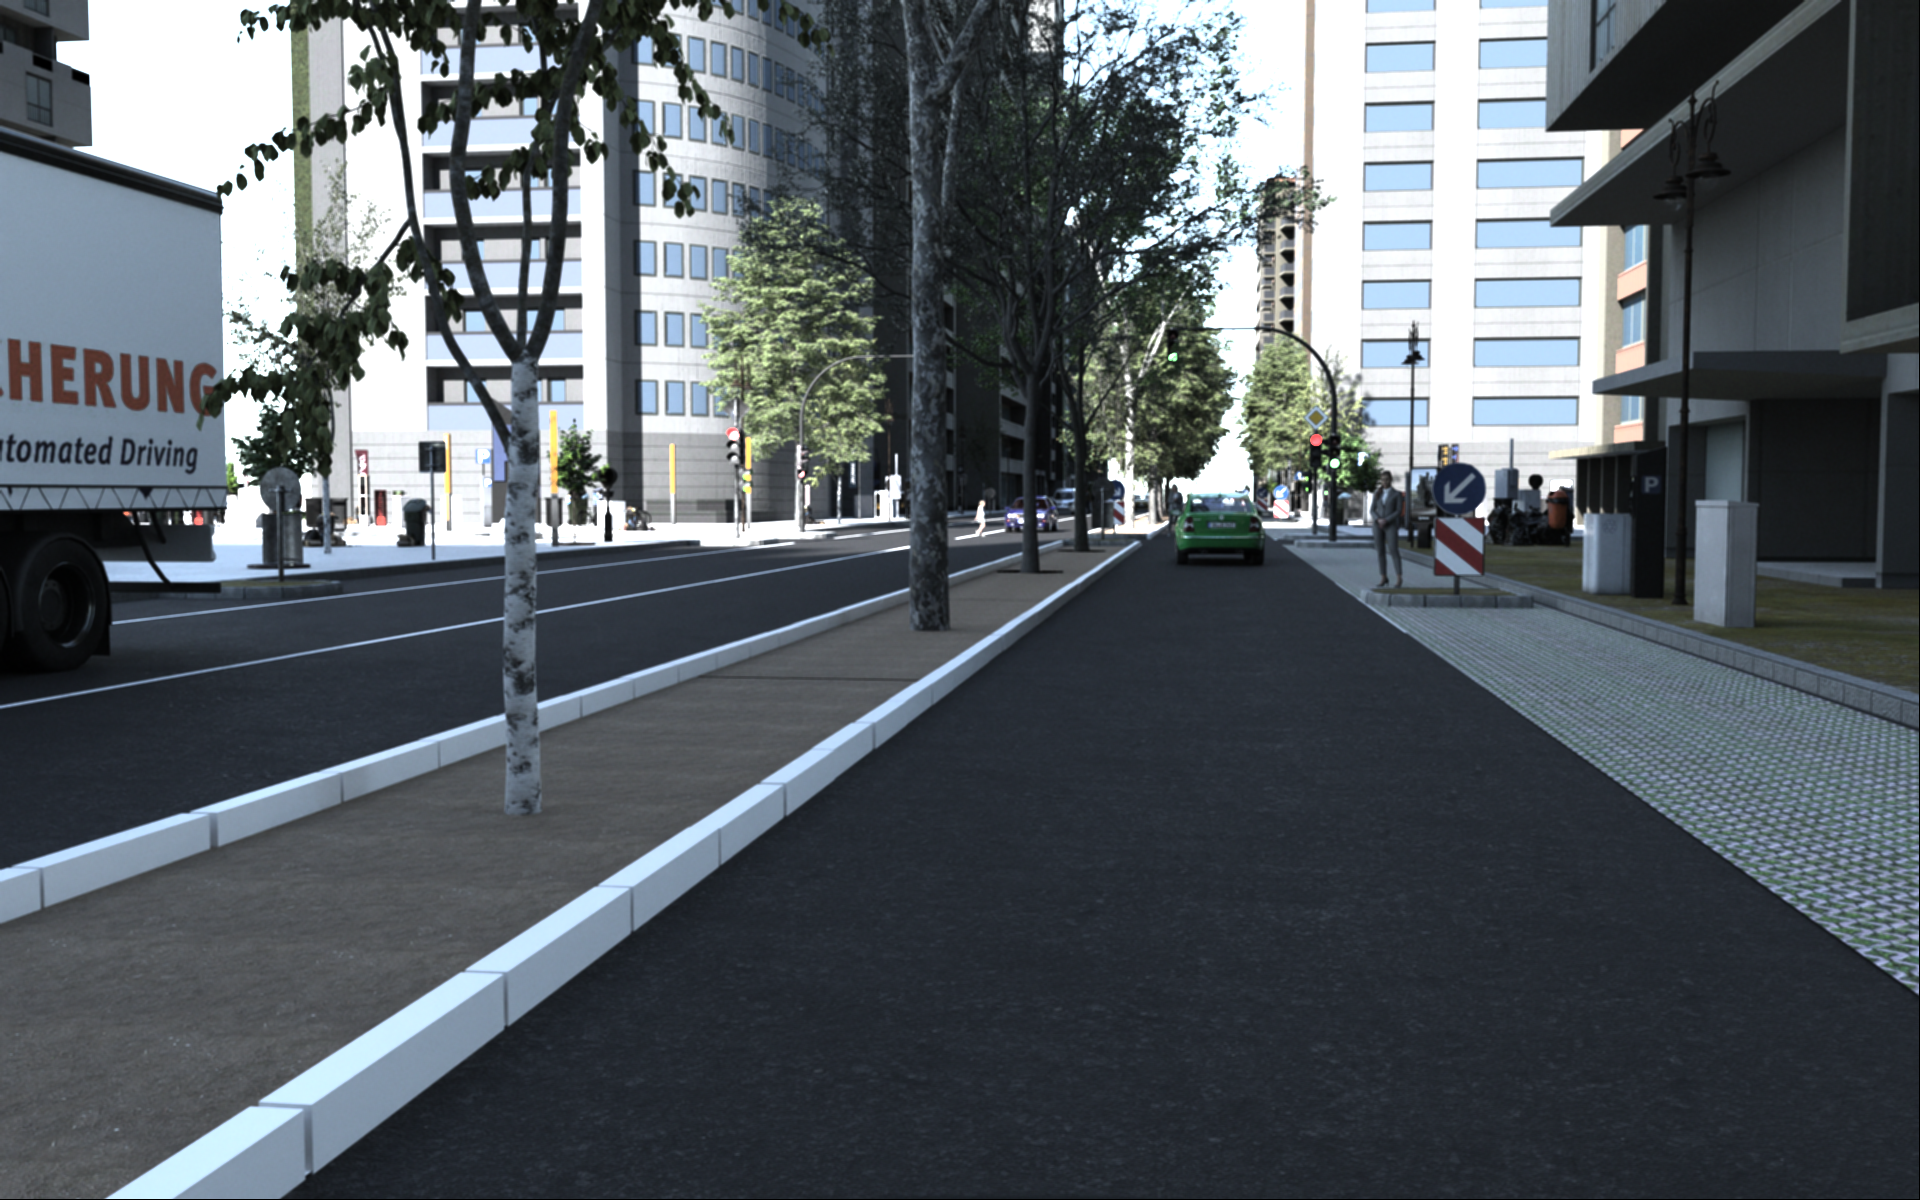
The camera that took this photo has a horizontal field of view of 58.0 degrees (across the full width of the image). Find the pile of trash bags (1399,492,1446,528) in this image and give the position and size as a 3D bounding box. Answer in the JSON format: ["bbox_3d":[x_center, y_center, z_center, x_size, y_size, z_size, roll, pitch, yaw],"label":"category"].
[{"bbox_3d":[17.133,-3.356,64.626,1.912,1.369,3.447,3,4,36],"label":"pile of trash bags"}]

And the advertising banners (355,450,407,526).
[{"bbox_3d":[-23.091,-4.458,69.072,2.074,3.025,0.090,-3,5,-41],"label":"advertising banners"}]

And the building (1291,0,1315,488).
[{"bbox_3d":[34.993,-30.145,142.975,14.600,45.320,14.200,1,4,8],"label":"building"}]

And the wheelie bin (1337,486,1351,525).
[{"bbox_3d":[15.611,-3.871,71.203,0.980,1.594,0.693,3,4,36],"label":"wheelie bin"}]

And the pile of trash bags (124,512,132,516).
[{"bbox_3d":[-53.017,-6.246,111.871,3.447,1.369,1.912,-1,4,-21],"label":"pile of trash bags"}]

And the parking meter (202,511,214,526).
[{"bbox_3d":[-27.623,-3.375,63.589,0.372,1.533,0.369,0,3,0],"label":"parking meter"}]

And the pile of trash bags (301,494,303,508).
[{"bbox_3d":[-38.352,-5.768,104.054,3.447,1.369,1.912,-3,5,-42],"label":"pile of trash bags"}]

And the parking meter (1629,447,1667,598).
[{"bbox_3d":[8.488,-0.960,21.399,0.399,1.863,0.255,1,4,10],"label":"parking meter"}]

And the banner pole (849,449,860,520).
[{"bbox_3d":[-5.086,-5.769,84.348,0.863,3.779,0.401,-3,5,-40],"label":"banner pole"}]

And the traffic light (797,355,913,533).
[{"bbox_3d":[-3.124,-5.032,56.935,4.771,5.953,1.251,1,4,8],"label":"traffic light"}]

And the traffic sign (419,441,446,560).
[{"bbox_3d":[-10.271,-1.933,33.730,0.606,2.300,0.079,1,4,18],"label":"traffic sign"}]

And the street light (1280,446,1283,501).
[{"bbox_3d":[23.964,-9.529,128.592,0.468,5.910,1.993,1,4,8],"label":"street light"}]

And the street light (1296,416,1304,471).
[{"bbox_3d":[20.207,-7.963,102.980,0.468,5.910,1.993,1,4,8],"label":"street light"}]

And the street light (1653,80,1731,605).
[{"bbox_3d":[8.360,-2.884,19.937,0.468,5.910,1.993,1,4,8],"label":"street light"}]

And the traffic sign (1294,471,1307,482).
[{"bbox_3d":[18.956,-5.888,96.369,0.768,2.556,0.104,1,4,12],"label":"traffic sign"}]

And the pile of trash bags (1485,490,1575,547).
[{"bbox_3d":[14.398,-2.047,43.225,1.912,1.369,3.447,0,4,-2],"label":"pile of trash bags"}]

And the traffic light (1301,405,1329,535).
[{"bbox_3d":[11.238,-4.033,54.853,0.839,4.253,0.868,1,4,8],"label":"traffic light"}]

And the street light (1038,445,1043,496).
[{"bbox_3d":[7.349,-11.373,158.730,0.468,5.910,1.993,1,4,8],"label":"street light"}]

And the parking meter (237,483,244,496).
[{"bbox_3d":[-37.671,-5.199,90.713,0.255,1.863,0.399,0,4,0],"label":"parking meter"}]

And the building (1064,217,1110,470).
[{"bbox_3d":[16.906,-38.617,281.504,14.600,45.320,14.200,1,4,8],"label":"building"}]

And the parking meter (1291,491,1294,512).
[{"bbox_3d":[23.929,-7.084,124.239,0.372,1.533,0.369,0,3,0],"label":"parking meter"}]

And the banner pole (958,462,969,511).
[{"bbox_3d":[0.247,-8.700,132.268,0.863,3.779,0.401,1,4,17],"label":"banner pole"}]

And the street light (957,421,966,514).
[{"bbox_3d":[0.165,-8.333,109.025,0.468,5.910,1.993,1,4,8],"label":"street light"}]

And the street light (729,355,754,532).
[{"bbox_3d":[-7.239,-5.196,57.737,0.468,5.910,1.993,1,4,8],"label":"street light"}]

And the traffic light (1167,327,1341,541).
[{"bbox_3d":[8.015,-4.430,47.106,4.771,5.953,1.251,1,4,8],"label":"traffic light"}]

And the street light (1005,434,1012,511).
[{"bbox_3d":[3.717,-9.830,133.509,0.468,5.910,1.993,1,4,8],"label":"street light"}]

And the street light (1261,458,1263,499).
[{"bbox_3d":[31.180,-12.595,178.708,0.468,5.910,1.993,1,4,8],"label":"street light"}]

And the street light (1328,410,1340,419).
[{"bbox_3d":[16.590,-6.374,77.008,0.468,5.910,1.993,1,4,8],"label":"street light"}]

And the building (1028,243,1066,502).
[{"bbox_3d":[4.503,-26.007,196.916,14.160,30.474,14.107,1,4,8],"label":"building"}]

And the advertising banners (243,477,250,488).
[{"bbox_3d":[-53.935,-8.356,132.810,2.074,3.025,0.090,-2,4,-32],"label":"advertising banners"}]

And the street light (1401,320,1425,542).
[{"bbox_3d":[12.080,-4.496,46.298,0.468,5.910,1.993,1,4,8],"label":"street light"}]

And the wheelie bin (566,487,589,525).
[{"bbox_3d":[-15.622,-3.857,70.963,0.693,1.594,0.980,3,5,44],"label":"wheelie bin"}]

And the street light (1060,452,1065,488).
[{"bbox_3d":[10.918,-12.927,184.136,0.468,5.910,1.993,1,4,8],"label":"street light"}]

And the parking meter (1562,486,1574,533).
[{"bbox_3d":[19.815,-2.940,56.481,0.372,1.533,0.369,0,3,0],"label":"parking meter"}]

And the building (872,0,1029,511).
[{"bbox_3d":[-6.003,-31.808,143.770,21.300,48.544,21.600,1,4,8],"label":"building"}]

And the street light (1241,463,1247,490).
[{"bbox_3d":[43.023,-17.632,261.068,0.468,5.910,1.993,1,4,8],"label":"street light"}]

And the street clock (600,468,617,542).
[{"bbox_3d":[-9.483,-2.574,46.657,0.471,2.002,0.358,1,4,9],"label":"street clock"}]

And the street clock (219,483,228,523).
[{"bbox_3d":[-32.682,-4.410,76.666,0.471,2.002,0.358,-3,4,-39],"label":"street clock"}]

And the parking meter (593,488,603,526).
[{"bbox_3d":[-14.379,-3.698,68.867,0.372,1.533,0.369,0,3,0],"label":"parking meter"}]

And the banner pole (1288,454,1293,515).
[{"bbox_3d":[20.676,-7.257,108.672,0.401,3.779,0.863,0,4,-4],"label":"banner pole"}]

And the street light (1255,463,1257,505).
[{"bbox_3d":[34.780,-14.137,203.934,0.468,5.910,1.993,1,4,8],"label":"street light"}]

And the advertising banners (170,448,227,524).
[{"bbox_3d":[-28.519,-4.196,64.798,2.074,3.025,0.090,-1,4,-22],"label":"advertising banners"}]

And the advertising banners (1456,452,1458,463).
[{"bbox_3d":[20.628,-4.651,72.229,0.090,3.025,2.074,1,4,11],"label":"advertising banners"}]

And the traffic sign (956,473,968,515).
[{"bbox_3d":[0.107,-6.482,106.080,0.768,2.556,0.104,1,4,15],"label":"traffic sign"}]

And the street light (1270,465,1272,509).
[{"bbox_3d":[27.514,-11.022,153.001,0.468,5.910,1.993,1,4,8],"label":"street light"}]

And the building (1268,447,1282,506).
[{"bbox_3d":[45.077,-53.317,184.408,22.319,86.520,31.000,1,4,8],"label":"building"}]

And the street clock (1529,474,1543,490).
[{"bbox_3d":[21.272,-3.637,64.028,0.358,2.002,0.471,-2,4,-34],"label":"street clock"}]

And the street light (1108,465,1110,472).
[{"bbox_3d":[22.929,-17.954,266.339,0.468,5.910,1.993,1,4,8],"label":"street light"}]

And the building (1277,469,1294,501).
[{"bbox_3d":[40.300,-44.095,159.197,20.563,71.187,20.611,1,4,8],"label":"building"}]

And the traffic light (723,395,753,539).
[{"bbox_3d":[-6.346,-3.693,49.295,0.839,4.253,0.868,1,4,8],"label":"traffic light"}]

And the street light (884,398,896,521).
[{"bbox_3d":[-3.402,-6.762,83.338,0.468,5.910,1.993,1,4,8],"label":"street light"}]

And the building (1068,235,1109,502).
[{"bbox_3d":[15.572,-35.716,267.558,14.154,41.232,14.086,1,4,8],"label":"building"}]

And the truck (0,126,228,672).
[{"bbox_3d":[-8.805,-1.339,10.805,2.839,4.237,11.283,0,4,8],"label":"truck"}]
